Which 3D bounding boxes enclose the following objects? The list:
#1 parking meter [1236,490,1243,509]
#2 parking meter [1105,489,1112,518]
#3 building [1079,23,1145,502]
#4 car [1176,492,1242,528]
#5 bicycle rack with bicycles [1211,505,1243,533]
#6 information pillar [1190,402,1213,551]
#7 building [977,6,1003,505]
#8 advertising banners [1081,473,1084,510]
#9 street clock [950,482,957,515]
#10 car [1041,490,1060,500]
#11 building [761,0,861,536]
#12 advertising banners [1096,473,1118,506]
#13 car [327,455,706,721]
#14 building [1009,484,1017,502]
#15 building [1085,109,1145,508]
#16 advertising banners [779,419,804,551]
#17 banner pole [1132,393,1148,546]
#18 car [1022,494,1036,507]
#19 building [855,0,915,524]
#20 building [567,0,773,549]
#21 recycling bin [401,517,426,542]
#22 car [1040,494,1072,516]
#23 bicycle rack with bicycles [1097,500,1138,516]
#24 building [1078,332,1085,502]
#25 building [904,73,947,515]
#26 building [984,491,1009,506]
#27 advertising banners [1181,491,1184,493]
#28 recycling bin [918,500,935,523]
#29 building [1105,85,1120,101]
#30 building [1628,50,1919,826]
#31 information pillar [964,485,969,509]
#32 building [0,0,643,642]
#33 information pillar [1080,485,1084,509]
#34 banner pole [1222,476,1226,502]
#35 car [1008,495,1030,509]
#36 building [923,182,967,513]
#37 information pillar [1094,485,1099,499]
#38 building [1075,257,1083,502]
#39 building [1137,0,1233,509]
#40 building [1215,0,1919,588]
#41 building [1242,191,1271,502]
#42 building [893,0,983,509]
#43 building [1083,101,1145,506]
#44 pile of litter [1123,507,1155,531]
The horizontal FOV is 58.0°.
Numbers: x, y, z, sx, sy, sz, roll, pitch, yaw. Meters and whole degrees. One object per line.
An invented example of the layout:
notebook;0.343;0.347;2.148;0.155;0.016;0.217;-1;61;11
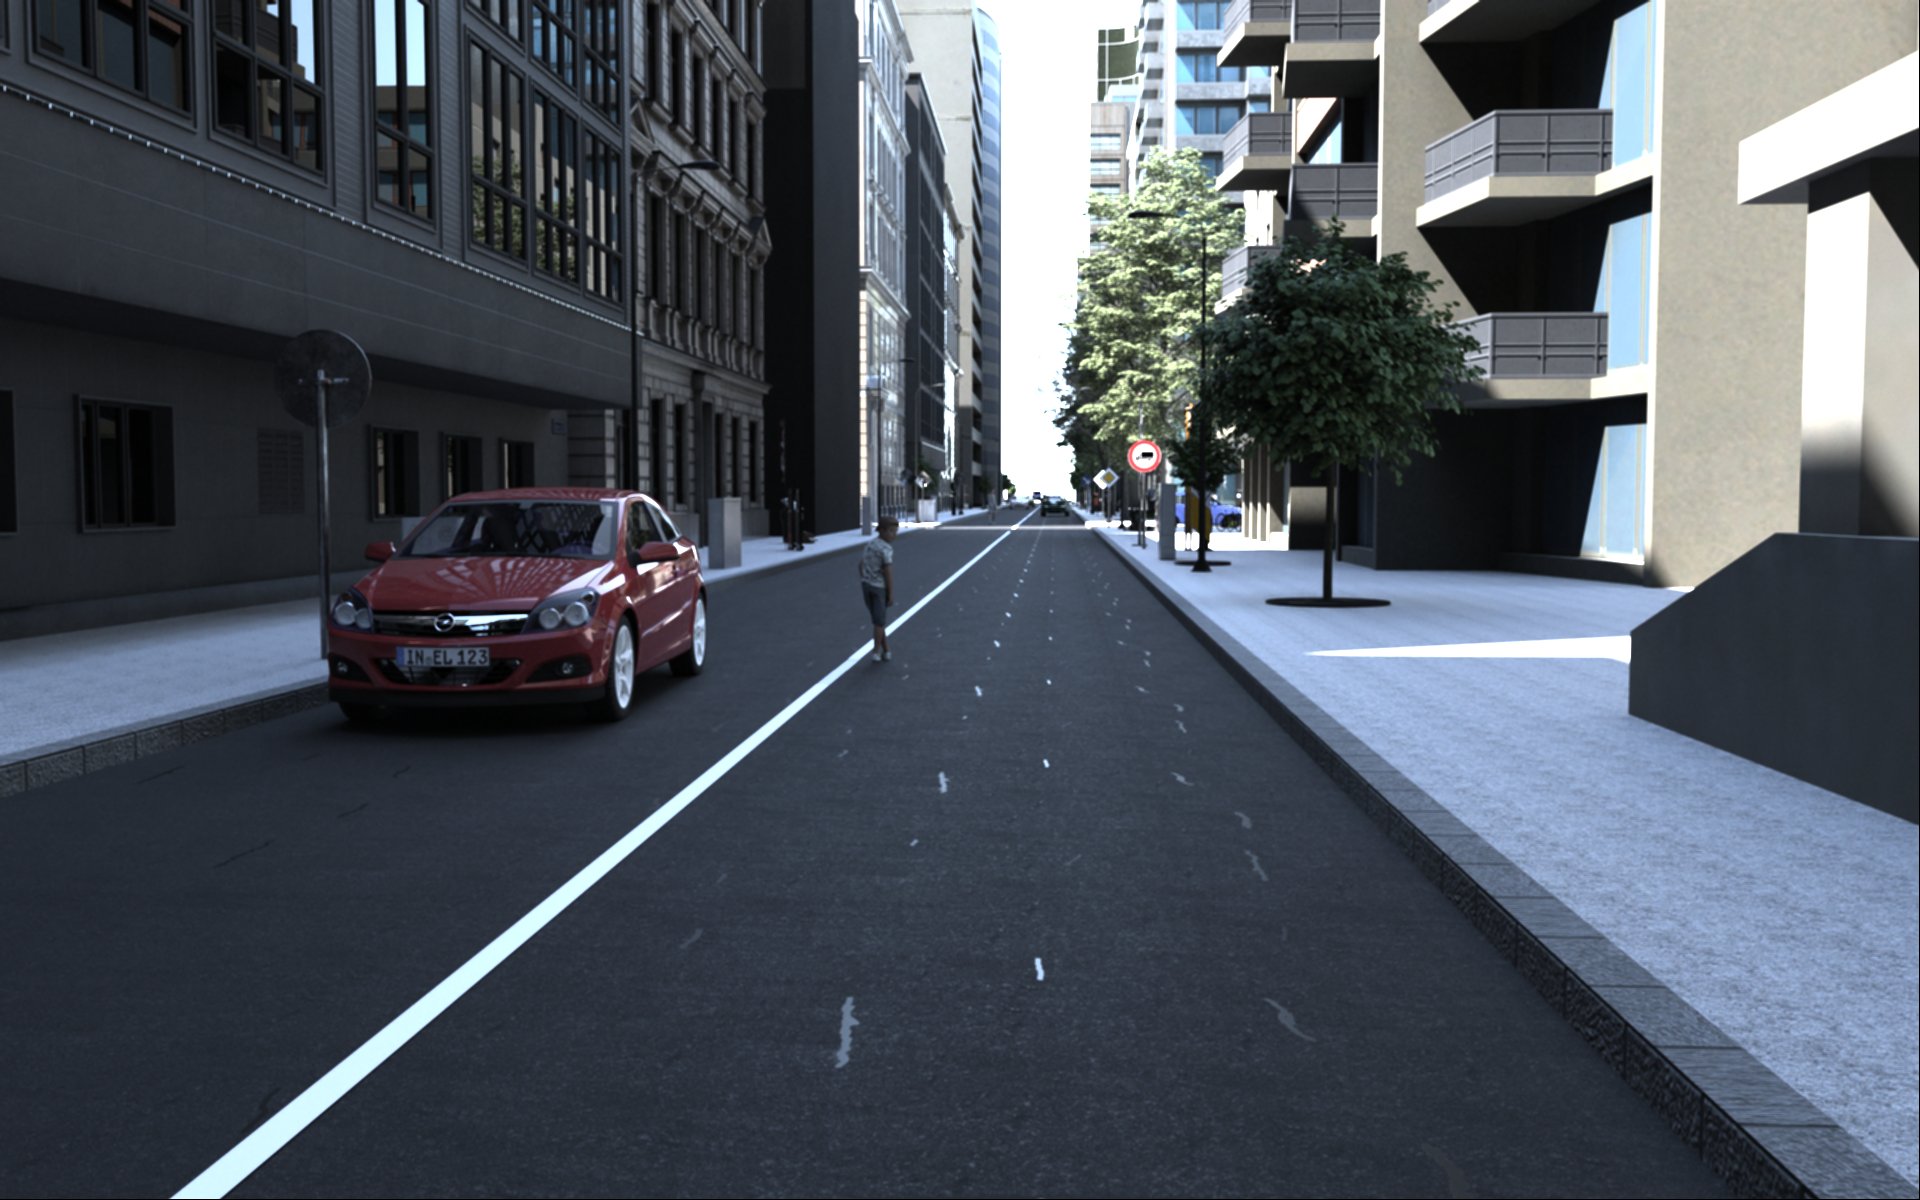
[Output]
parking meter;15.506;-5.358;96.013;0.372;1.533;0.369;0;3;0
parking meter;7.908;-5.125;92.211;0.372;1.533;0.369;0;3;0
building;28.729;-50.594;265.456;20.563;71.187;20.611;0;4;3
car;9.608;-3.630;68.941;3.694;1.707;1.945;0;4;3
bicycle rack with bicycles;8.945;-2.725;57.930;2.852;0.926;2.925;-1;4;-9
information pillar;5.434;-2.911;38.952;0.504;3.616;0.183;-1;4;-18
building;-5.853;-40.686;207.213;21.231;58.520;28.212;0;4;3
advertising banners;9.936;-8.817;140.338;0.090;3.025;2.074;1;4;10
street clock;-0.373;-6.114;104.527;0.358;2.002;0.471;2;4;31
car;9.570;-10.471;179.873;2.281;1.827;5.304;0;4;5
building;-11.934;-13.975;58.174;15.834;23.373;12.332;0;4;3
advertising banners;12.004;-8.852;140.916;2.074;3.025;0.090;-1;4;-19
car;-2.973;-0.199;12.288;2.155;1.783;4.494;0;4;1
building;-6.644;-36.736;292.513;32.217;40.220;23.993;0;4;3
building;28.550;-28.846;163.506;32.217;40.220;23.993;0;4;3
advertising banners;-3.887;-2.668;39.813;0.090;3.025;2.074;-1;4;-19
banner pole;4.451;-3.218;42.625;0.401;3.779;0.863;0;4;2
car;7.333;-11.004;190.137;2.015;1.641;3.980;0;4;3
building;-9.618;-18.202;83.502;13.634;28.700;20.117;0;4;3
building;-10.792;-10.815;41.454;10.561;19.102;19.286;0;4;3
recycling bin;-5.525;-0.375;18.691;0.722;1.027;0.722;1;4;13
car;6.241;-6.207;113.274;2.131;1.459;4.920;0;4;5
bicycle rack with bicycles;9.266;-5.433;102.216;2.852;0.926;2.925;0;4;-7
building;26.378;-31.350;284.266;14.160;30.474;14.107;0;4;3
building;-8.625;-19.084;105.534;14.314;27.812;24.014;0;4;3
building;-9.937;-33.813;244.725;32.217;40.220;23.993;0;4;3
advertising banners;13.587;-6.659;105.066;0.090;3.025;2.074;0;4;-1
recycling bin;-1.479;-3.919;76.635;0.722;1.027;0.722;0;4;2
building;26.858;-35.805;205.017;23.786;49.044;30.456;0;4;3
building;19.600;-18.911;1.074;32.217;40.220;23.993;0;4;3
information pillar;0.519;-8.713;146.952;0.304;2.012;0.304;-3;4;-36
building;-13.360;-13.834;19.687;14.314;27.812;24.014;0;4;3
information pillar;10.194;-8.606;145.195;0.304;2.012;0.304;0;4;-6
banner pole;15.337;-6.768;100.672;0.401;3.779;0.863;2;4;28
car;5.703;-9.449;166.845;2.083;1.381;4.827;0;4;1
building;-6.353;-20.415;131.044;12.463;27.353;25.104;0;4;3
information pillar;10.798;-8.104;136.985;0.304;2.012;0.304;-1;4;-9
building;26.942;-37.607;298.463;14.154;41.232;14.086;0;4;3
building;24.791;-31.258;130.669;23.786;49.044;30.456;0;4;3
building;17.045;-23.295;35.493;22.147;44.769;28.867;0;4;3
building;29.895;-14.645;84.485;28.899;21.520;27.650;0;4;3
building;-9.031;-32.713;158.556;21.300;48.544;21.600;0;4;3
building;20.546;-30.565;183.338;14.154;41.232;14.086;0;4;3
pile of litter;6.336;-2.852;60.590;1.176;0.858;1.719;0;4;-8
